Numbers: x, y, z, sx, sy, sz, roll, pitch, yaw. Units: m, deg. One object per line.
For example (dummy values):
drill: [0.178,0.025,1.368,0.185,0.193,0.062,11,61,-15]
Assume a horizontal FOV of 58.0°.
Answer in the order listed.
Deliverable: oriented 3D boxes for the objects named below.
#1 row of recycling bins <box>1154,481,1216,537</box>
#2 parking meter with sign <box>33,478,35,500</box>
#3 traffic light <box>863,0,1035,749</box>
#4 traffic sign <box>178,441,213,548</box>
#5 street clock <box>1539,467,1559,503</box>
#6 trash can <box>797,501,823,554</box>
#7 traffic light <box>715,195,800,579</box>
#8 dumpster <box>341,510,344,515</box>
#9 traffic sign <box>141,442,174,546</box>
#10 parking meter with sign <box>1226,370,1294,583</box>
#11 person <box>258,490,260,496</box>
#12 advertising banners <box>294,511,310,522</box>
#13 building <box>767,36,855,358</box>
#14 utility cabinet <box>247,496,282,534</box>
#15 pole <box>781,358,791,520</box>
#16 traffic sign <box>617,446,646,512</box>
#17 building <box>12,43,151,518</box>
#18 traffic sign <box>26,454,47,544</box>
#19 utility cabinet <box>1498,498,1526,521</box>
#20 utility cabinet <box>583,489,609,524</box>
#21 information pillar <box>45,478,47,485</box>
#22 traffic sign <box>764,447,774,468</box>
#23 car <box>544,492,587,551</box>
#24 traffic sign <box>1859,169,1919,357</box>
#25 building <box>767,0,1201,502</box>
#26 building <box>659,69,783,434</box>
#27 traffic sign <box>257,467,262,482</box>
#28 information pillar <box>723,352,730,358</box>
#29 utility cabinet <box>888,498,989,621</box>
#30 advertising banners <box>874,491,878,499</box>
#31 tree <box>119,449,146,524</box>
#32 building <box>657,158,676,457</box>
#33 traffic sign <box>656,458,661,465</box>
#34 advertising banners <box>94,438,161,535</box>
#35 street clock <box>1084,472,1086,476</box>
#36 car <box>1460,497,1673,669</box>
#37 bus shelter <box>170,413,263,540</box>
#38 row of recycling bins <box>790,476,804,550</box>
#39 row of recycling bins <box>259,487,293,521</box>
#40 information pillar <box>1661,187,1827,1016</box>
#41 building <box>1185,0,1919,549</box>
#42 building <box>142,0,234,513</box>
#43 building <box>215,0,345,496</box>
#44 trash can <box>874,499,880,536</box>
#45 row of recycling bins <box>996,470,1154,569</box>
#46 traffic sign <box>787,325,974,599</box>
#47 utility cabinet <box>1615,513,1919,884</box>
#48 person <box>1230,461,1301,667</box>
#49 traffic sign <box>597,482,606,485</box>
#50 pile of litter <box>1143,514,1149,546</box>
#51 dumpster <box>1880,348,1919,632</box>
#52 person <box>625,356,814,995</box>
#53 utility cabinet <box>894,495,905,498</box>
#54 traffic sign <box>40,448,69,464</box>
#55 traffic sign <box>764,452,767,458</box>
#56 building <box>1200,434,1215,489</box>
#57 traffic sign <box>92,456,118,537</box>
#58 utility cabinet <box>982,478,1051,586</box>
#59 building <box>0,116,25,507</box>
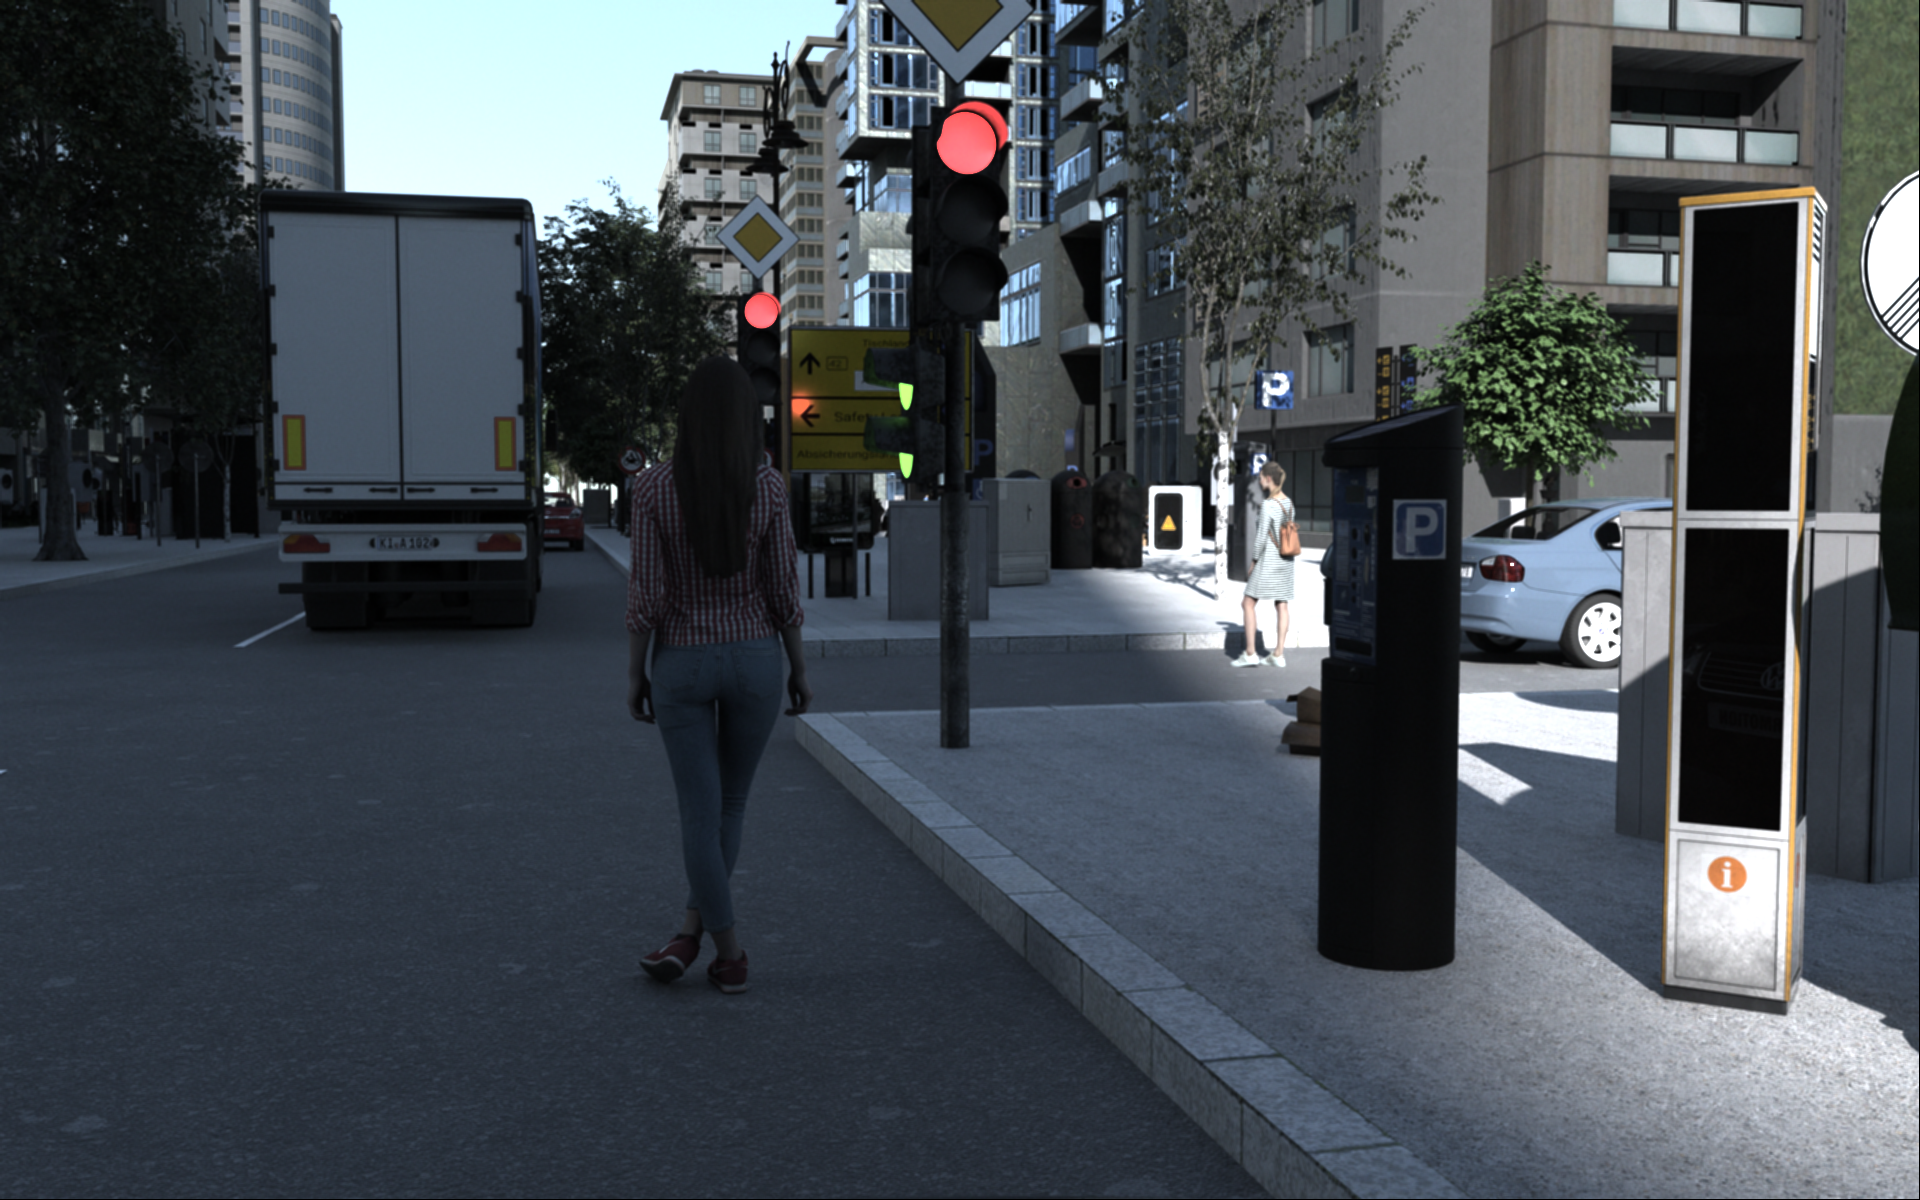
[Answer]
row of recycling bins: [6.989,-2.832,53.413,1.069,1.692,3.534,-3,5,-42]
parking meter with sign: [-40.544,-4.974,77.586,1.738,3.016,0.543,-1,4,-23]
traffic light: [-0.045,-1.208,8.679,0.839,4.253,0.868,-1,4,-14]
traffic sign: [-18.006,-2.491,40.834,0.768,2.556,0.104,-1,4,-11]
street clock: [11.100,-1.718,32.662,0.358,2.002,0.471,0,4,0]
trash can: [-3.171,-1.584,37.557,0.748,1.137,0.748,0,3,0]
traffic light: [-1.931,-1.683,16.439,0.839,4.253,0.868,-1,4,-14]
dumpster: [-29.886,-4.910,82.765,1.502,2.255,1.985,-1,4,-14]
traffic sign: [-19.673,-2.591,42.473,0.768,2.556,0.104,0,4,-4]
parking meter with sign: [4.312,-1.778,25.324,0.543,3.016,1.738,-1,4,-8]
person: [-65.842,-9.426,162.625,0.705,1.823,1.348,-2,4,-30]
advertising banners: [-29.374,-4.938,76.919,0.090,3.025,2.074,-3,5,-42]
building: [-2.235,-27.712,144.973,32.217,40.220,23.993,-1,4,-14]
utility cabinet: [-22.444,-2.734,55.861,1.020,1.237,0.306,-2,4,-24]
pole: [-2.654,-1.972,26.079,0.158,3.312,0.155,0,3,0]
traffic sign: [-8.618,-2.776,45.497,0.768,2.556,0.104,-1,4,-9]
building: [-58.535,-29.079,95.049,23.786,49.044,30.456,-1,4,-14]
traffic sign: [-23.666,-2.593,44.520,0.606,2.300,0.079,0,4,-6]
utility cabinet: [9.603,-1.162,30.160,0.306,1.237,1.020,0,4,6]
utility cabinet: [-15.530,-3.991,73.936,0.318,1.500,1.173,3,4,38]
information pillar: [-27.331,-2.916,52.171,0.304,2.012,0.304,-3,4,-39]
traffic sign: [-5.313,-2.836,46.474,0.768,2.556,0.104,0,4,-4]
car: [-10.722,-2.185,44.761,2.155,1.783,4.494,-1,4,-15]
traffic sign: [3.817,-0.408,6.773,0.768,2.556,0.104,0,4,-8]
building: [-0.031,-49.124,115.852,22.319,86.520,31.000,-1,4,-14]
building: [-21.769,-38.333,215.977,28.713,52.752,27.495,-1,4,-14]
traffic sign: [-31.895,-4.775,78.176,0.768,2.556,0.104,0,4,-4]
information pillar: [-3.765,-2.275,28.543,0.183,3.616,0.504,-2,4,-31]
utility cabinet: [-0.222,-0.398,17.673,1.020,1.237,0.306,0,4,-2]
advertising banners: [-4.233,-4.345,67.230,2.074,3.025,0.090,0,4,-5]
tree: [-35.329,-4.889,74.533,1.663,3.219,1.824,0,3,0]
building: [-30.140,-37.651,239.291,21.300,48.544,21.600,-1,4,-14]
traffic sign: [-10.963,-3.854,63.013,0.884,2.594,0.081,-1,4,-12]
advertising banners: [-25.754,-3.514,53.640,2.074,3.025,0.090,0,4,-3]
street clock: [3.674,-2.985,53.379,0.358,2.002,0.471,2,4,35]
car: [6.275,-0.198,15.246,4.499,1.417,2.014,-1,4,-14]
bus shelter: [-22.062,-3.703,51.823,1.731,3.624,6.357,-1,4,-14]
row of recycling bins: [-3.792,-2.060,40.786,1.069,1.692,3.534,1,4,16]
row of recycling bins: [-32.579,-4.677,83.589,1.069,1.692,3.534,0,4,8]
information pillar: [1.983,0.006,4.389,0.304,2.012,0.304,2,4,31]
building: [14.302,-21.813,40.231,14.086,41.232,14.154,-1,4,-14]
building: [-67.692,-32.614,122.478,28.713,52.752,27.495,-1,4,-14]
building: [-79.682,-39.606,189.564,21.231,58.520,28.212,-1,4,-14]
trash can: [-2.814,-2.563,53.561,0.748,1.137,0.748,0,3,0]
row of recycling bins: [1.466,-1.378,29.644,3.534,1.692,1.069,-2,4,-24]
traffic sign: [-0.960,-1.667,21.121,2.265,3.308,0.079,0,4,-7]
utility cabinet: [2.859,0.306,6.162,0.306,1.237,1.020,-2,4,-31]
person: [2.596,-0.300,14.410,0.522,1.701,0.512,3,5,41]
traffic sign: [-17.691,-5.254,85.900,0.884,2.594,0.081,-1,4,-10]
pile of litter: [4.477,-1.784,43.139,1.176,0.858,1.719,0,4,0]
dumpster: [2.957,-0.034,3.050,1.502,2.255,1.985,-1,4,-14]
person: [-0.688,0.214,5.012,0.555,1.821,0.388,-2,4,-26]
utility cabinet: [-2.723,-4.410,83.272,0.306,1.237,1.020,3,5,39]
traffic sign: [-24.208,-2.824,46.281,0.768,2.556,0.104,0,4,-6]
traffic sign: [-3.311,-1.576,25.771,0.884,2.594,0.081,-1,4,-11]
building: [12.929,-46.363,70.713,22.319,86.520,31.000,-1,4,-14]
traffic sign: [-25.816,-3.125,52.280,0.795,2.450,0.064,-1,4,-13]
utility cabinet: [0.809,-0.955,24.285,0.318,1.500,1.173,3,5,40]
building: [-49.603,-26.877,63.143,21.300,48.544,21.600,-1,4,-14]
